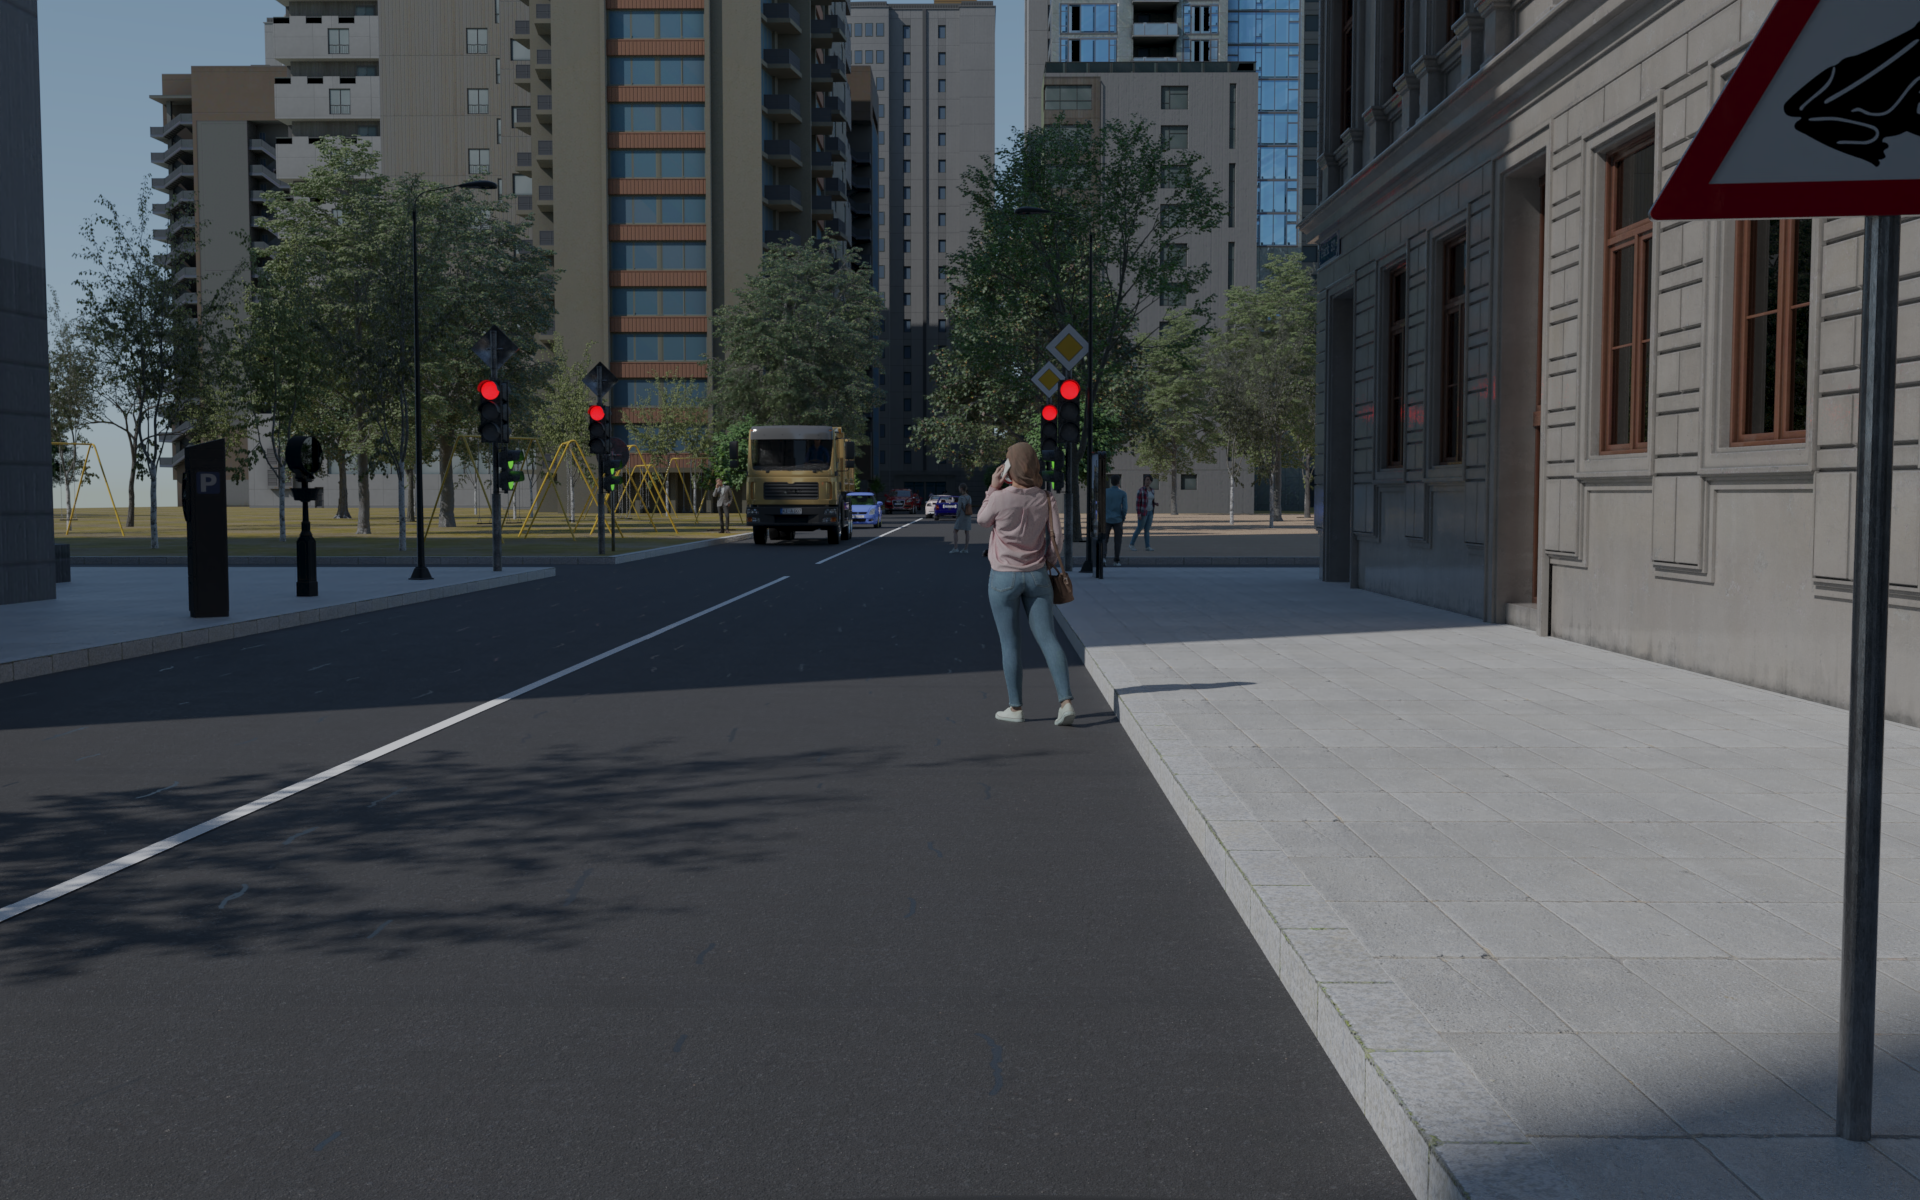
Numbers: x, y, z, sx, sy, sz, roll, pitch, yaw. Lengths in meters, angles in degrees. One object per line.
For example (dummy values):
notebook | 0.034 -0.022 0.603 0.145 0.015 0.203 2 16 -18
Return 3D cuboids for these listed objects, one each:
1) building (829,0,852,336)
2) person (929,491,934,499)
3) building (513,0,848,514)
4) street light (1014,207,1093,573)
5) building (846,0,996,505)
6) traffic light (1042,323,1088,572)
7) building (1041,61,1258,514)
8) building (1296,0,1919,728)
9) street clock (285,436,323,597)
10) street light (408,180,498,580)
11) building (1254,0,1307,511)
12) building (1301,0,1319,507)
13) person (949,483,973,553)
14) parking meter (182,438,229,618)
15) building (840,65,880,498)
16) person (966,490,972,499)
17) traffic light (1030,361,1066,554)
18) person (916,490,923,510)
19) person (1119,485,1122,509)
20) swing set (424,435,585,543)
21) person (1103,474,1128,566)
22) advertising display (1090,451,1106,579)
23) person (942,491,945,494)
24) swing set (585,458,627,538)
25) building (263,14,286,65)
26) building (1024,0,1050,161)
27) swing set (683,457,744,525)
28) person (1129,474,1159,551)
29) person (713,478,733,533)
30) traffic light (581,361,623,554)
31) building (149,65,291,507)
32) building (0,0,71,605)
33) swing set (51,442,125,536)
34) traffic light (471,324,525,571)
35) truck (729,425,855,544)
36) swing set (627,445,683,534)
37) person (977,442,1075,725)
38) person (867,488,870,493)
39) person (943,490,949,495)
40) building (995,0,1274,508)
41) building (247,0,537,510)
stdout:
building | -23.803 -34.529 153.794 28.713 52.752 27.495 0 4 1
person | -2.979 -10.367 178.940 0.756 1.711 0.436 -2 4 -31
building | -19.791 -28.822 125.866 22.147 44.769 28.867 0 4 1
street light | 1.576 -3.401 28.155 1.470 5.913 1.316 0 4 1
building | -9.941 -40.674 207.016 28.212 58.520 21.231 0 4 1
traffic light | 1.776 -2.429 28.638 0.839 4.253 0.868 0 4 1
building | 12.523 -21.271 119.489 14.160 30.474 14.107 0 4 1
building | 10.277 -10.982 15.717 11.583 22.565 21.152 0 4 1
street clock | -8.185 -1.045 21.662 0.358 2.002 0.471 1 4 13
street light | -7.547 -3.258 25.806 1.470 5.913 1.316 0 4 1
building | 16.126 -50.622 140.339 22.319 86.520 31.000 0 4 1
building | 39.309 -45.041 174.664 20.611 71.187 20.563 0 4 1
person | 0.081 -1.992 42.074 0.522 1.701 0.512 3 4 38
parking meter | -7.863 -0.754 18.043 0.399 1.863 0.255 -2 4 -35
building | -15.809 -32.323 178.594 14.200 45.320 14.600 0 4 1
person | 0.713 -10.000 172.008 0.705 1.823 1.348 3 5 42
traffic light | 1.860 -2.918 36.622 0.839 4.253 0.868 0 4 1
person | -3.859 -9.261 159.928 0.705 1.822 1.348 2 4 29
person | 9.131 -5.656 98.357 0.795 1.843 0.661 2 4 24
swing set | -12.403 -3.018 46.961 2.862 2.851 3.119 2 4 28
person | 3.001 -1.583 34.400 0.660 1.820 0.620 1 4 13
advertising display | 2.113 -1.302 26.502 0.123 1.923 0.974 0 4 -2
person | -1.628 -10.647 183.370 0.721 1.735 1.217 -1 4 -19
swing set | -11.602 -3.291 51.422 2.862 2.851 3.119 -1 4 -17
building | -66.946 -40.709 207.595 28.212 58.520 21.231 0 4 1
building | 16.806 -38.455 170.739 21.231 58.520 28.212 0 4 1
swing set | -11.406 -4.691 74.320 3.119 2.851 2.862 3 4 38
person | 4.158 -1.967 39.041 0.563 1.720 0.643 -3 5 -40
person | -7.737 -3.080 56.584 0.592 1.802 0.473 1 4 19
traffic light | -7.601 -2.923 36.706 0.839 4.253 0.868 0 4 1
building | -72.809 -32.331 178.719 14.200 45.320 14.600 0 4 1
building | -25.104 -28.934 15.074 28.212 58.520 21.231 0 4 1
swing set | -27.420 -3.353 52.442 2.862 2.851 3.119 2 4 29
traffic light | -7.685 -2.434 28.721 0.839 4.253 0.868 0 4 1
truck | -4.675 -3.405 51.592 3.469 3.379 9.791 0 4 0
swing set | -10.879 -3.587 56.272 2.862 2.851 3.119 -2 4 -23
person | 0.454 -0.103 10.780 0.593 1.750 0.643 -1 4 -19
person | -7.773 -8.614 147.021 0.705 1.807 1.348 0 4 -1
person | -1.433 -10.492 180.051 1.348 1.824 0.705 0 4 -3
building | 19.674 -54.692 206.881 31.000 86.520 22.319 0 4 1
building | -51.595 -35.627 171.740 27.495 52.752 28.713 0 4 1
